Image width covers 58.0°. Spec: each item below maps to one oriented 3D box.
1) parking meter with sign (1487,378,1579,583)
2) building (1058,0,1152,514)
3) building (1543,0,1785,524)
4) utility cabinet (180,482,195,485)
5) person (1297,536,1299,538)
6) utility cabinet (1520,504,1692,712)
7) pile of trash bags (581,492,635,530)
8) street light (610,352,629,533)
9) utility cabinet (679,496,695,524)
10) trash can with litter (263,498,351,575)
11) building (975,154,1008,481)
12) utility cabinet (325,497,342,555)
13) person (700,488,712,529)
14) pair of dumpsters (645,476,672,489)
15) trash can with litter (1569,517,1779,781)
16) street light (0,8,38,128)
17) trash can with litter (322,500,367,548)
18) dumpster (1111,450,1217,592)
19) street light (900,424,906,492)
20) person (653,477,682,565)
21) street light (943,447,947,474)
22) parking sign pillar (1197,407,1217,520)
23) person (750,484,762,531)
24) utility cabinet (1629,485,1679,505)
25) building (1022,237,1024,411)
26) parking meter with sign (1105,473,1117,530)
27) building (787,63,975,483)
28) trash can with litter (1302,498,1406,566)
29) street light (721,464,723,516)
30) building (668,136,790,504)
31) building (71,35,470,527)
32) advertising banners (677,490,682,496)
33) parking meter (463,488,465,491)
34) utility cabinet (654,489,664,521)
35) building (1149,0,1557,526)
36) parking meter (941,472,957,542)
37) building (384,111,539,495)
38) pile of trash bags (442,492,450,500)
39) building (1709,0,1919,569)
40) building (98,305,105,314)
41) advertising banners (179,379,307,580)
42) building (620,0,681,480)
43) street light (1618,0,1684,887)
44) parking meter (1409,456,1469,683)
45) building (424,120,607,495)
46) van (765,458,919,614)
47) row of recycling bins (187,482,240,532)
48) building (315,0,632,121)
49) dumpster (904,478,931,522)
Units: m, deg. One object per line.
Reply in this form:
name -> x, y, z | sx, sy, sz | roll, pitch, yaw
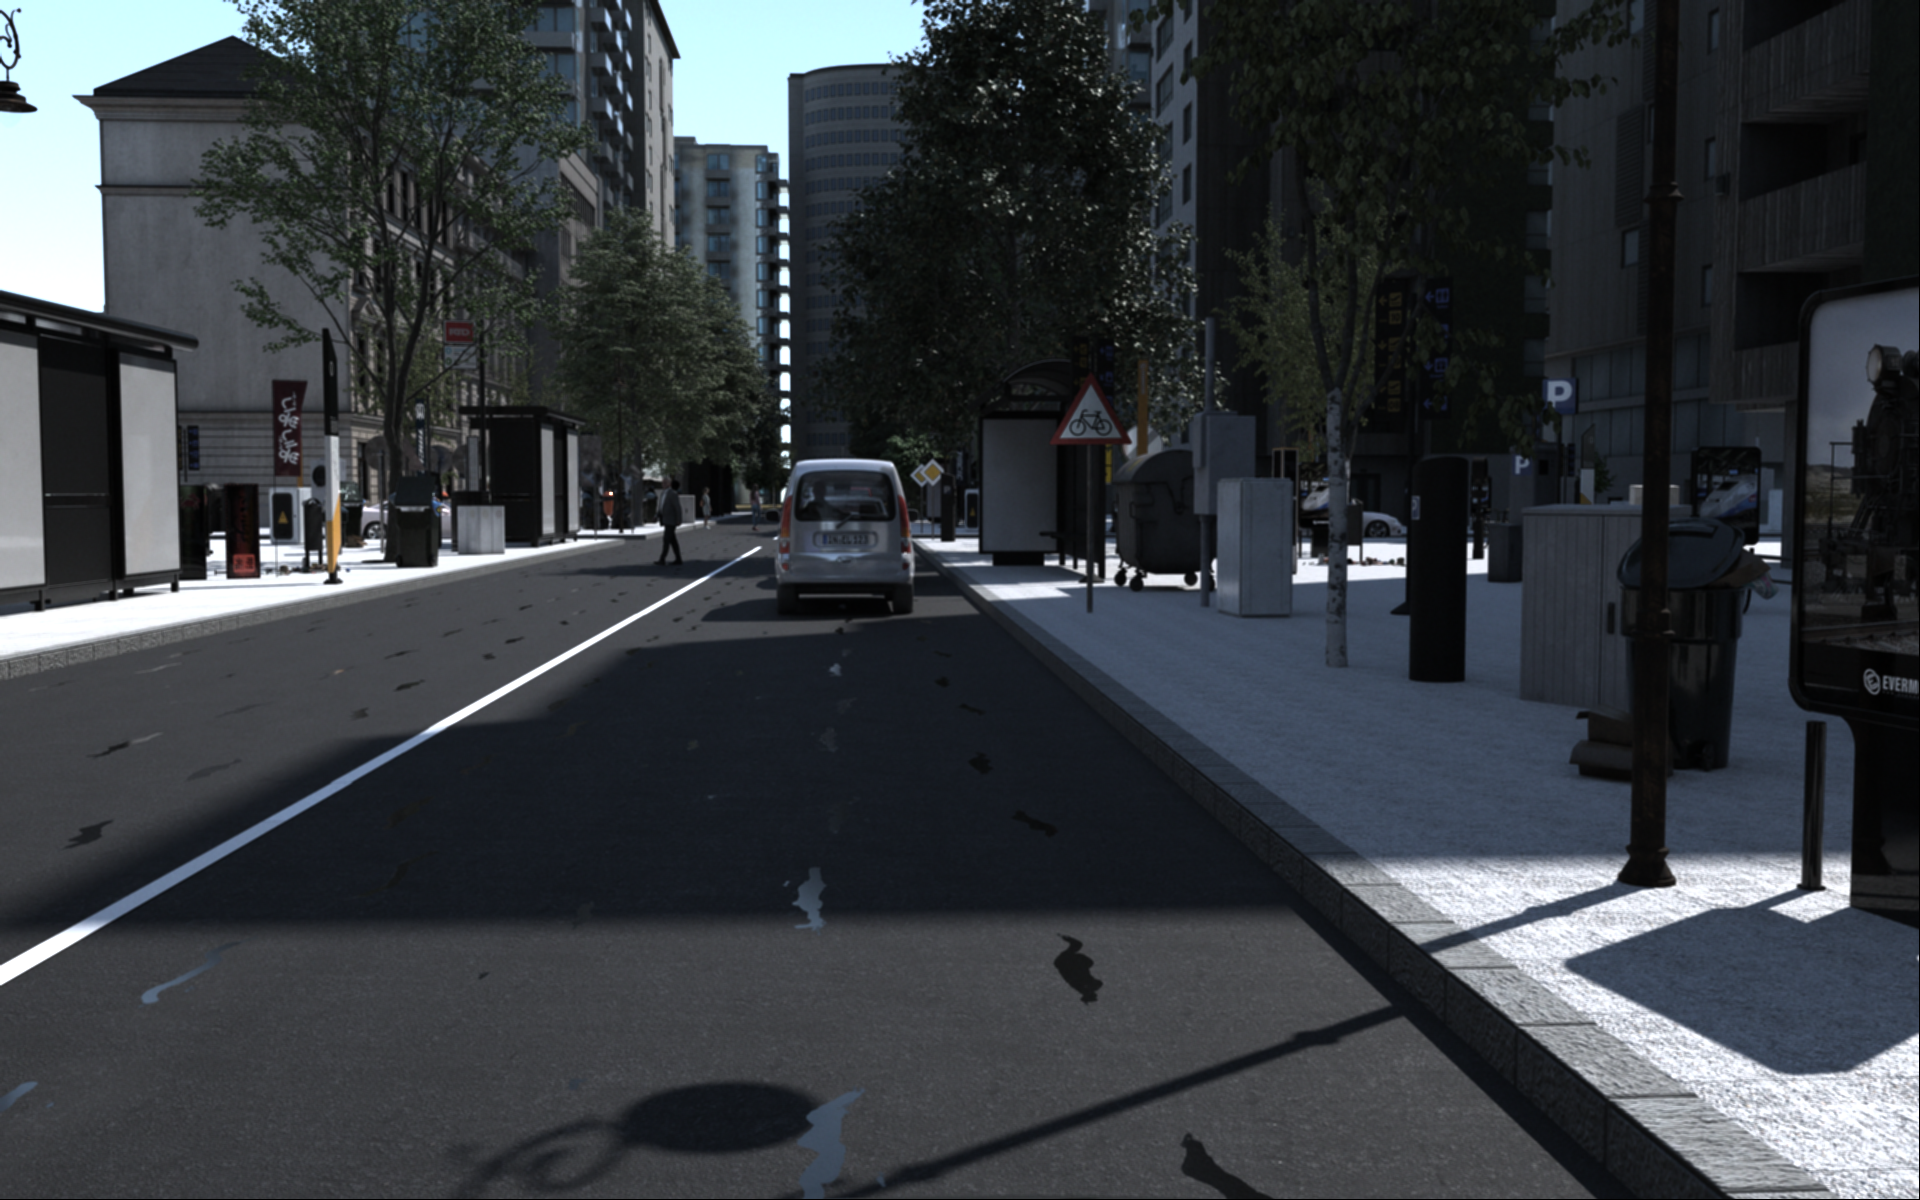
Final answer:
parking meter with sign -> 8.445, -1.795, 25.603 | 1.738, 3.016, 0.543 | -3, 5, -43
building -> 18.617, -30.422, 117.003 | 23.786, 49.044, 30.456 | 0, 4, -3
building -> 44.572, -30.213, 83.228 | 27.495, 52.752, 28.713 | 0, 4, -3
utility cabinet -> -13.931, -1.373, 31.126 | 0.318, 1.500, 1.173 | -2, 4, -29
person -> 10.594, -2.789, 54.771 | 0.731, 1.740, 0.598 | 0, 4, 8
utility cabinet -> 3.850, 0.046, 10.408 | 0.306, 1.237, 1.020 | -2, 4, -29
pile of trash bags -> -13.031, -3.323, 64.076 | 1.912, 1.369, 3.447 | -1, 4, -12
street light -> -11.098, -5.125, 56.575 | 0.468, 5.910, 1.993 | 0, 4, -3
utility cabinet -> -12.036, -3.915, 75.168 | 1.020, 1.237, 0.306 | 0, 4, -1
trash can with litter -> -10.872, -1.060, 28.394 | 1.678, 1.210, 2.233 | 0, 4, 4
building -> 8.537, -30.980, 190.113 | 14.154, 41.232, 14.086 | 0, 4, -3
utility cabinet -> -13.386, -1.582, 37.024 | 0.306, 1.237, 1.020 | -1, 4, -22
person -> -10.483, -3.793, 71.513 | 0.522, 1.701, 0.512 | -2, 4, -33
pair of dumpsters -> -16.255, -5.535, 92.995 | 1.574, 2.255, 4.437 | 0, 4, -3
trash can with litter -> 3.288, 0.207, 8.007 | 0.624, 1.170, 1.055 | 3, 5, 43
street light -> -8.639, -2.595, 15.215 | 0.468, 5.910, 1.993 | 0, 4, -3
trash can with litter -> -14.719, -1.839, 41.461 | 1.055, 1.170, 0.624 | 1, 4, 10
dumpster -> 2.788, -1.081, 23.430 | 1.264, 1.857, 1.865 | 0, 4, -3
street light -> -2.898, -7.113, 89.084 | 0.468, 5.910, 1.993 | 0, 4, -3
person -> -5.927, -1.590, 34.893 | 0.661, 1.777, 0.834 | 3, 5, 41
street light -> -0.403, -4.587, 47.791 | 0.468, 5.910, 1.993 | 0, 4, -3
parking sign pillar -> 7.124, -3.669, 48.460 | 1.447, 3.967, 1.447 | -3, 5, -43
person -> -7.929, -3.602, 67.397 | 0.555, 1.821, 0.388 | 2, 4, 27
utility cabinet -> 17.520, -2.143, 43.722 | 1.173, 1.500, 0.318 | 0, 4, -7
building -> 14.700, -52.226, 166.563 | 22.319, 86.520, 31.000 | 0, 4, -3
parking meter with sign -> 5.967, -4.016, 61.920 | 1.738, 3.016, 0.543 | -1, 4, -16
building -> -8.972, -42.395, 235.158 | 28.212, 58.520, 21.231 | 0, 4, -3
trash can with litter -> 7.346, -1.241, 31.349 | 2.233, 1.210, 1.678 | 3, 5, 40
street light -> -13.618, -7.718, 98.970 | 0.468, 5.910, 1.993 | 0, 4, -3
building -> -38.363, -37.599, 234.351 | 30.456, 49.044, 23.786 | 0, 4, -3
building -> -28.727, -12.895, 75.453 | 10.561, 19.102, 19.286 | 0, 4, -3
advertising banners -> -17.059, -6.656, 105.008 | 0.090, 3.025, 2.074 | -2, 4, -28
parking meter -> -13.332, -2.375, 47.250 | 0.372, 1.533, 0.369 | 0, 3, 0
utility cabinet -> -14.539, -4.575, 83.488 | 1.173, 1.500, 0.318 | -2, 4, -28
building -> 16.248, -18.563, 75.206 | 14.107, 30.474, 14.160 | 0, 4, -3
parking meter -> -0.304, -2.507, 46.705 | 0.399, 1.863, 0.255 | 1, 4, 14
building -> -32.617, -15.663, 97.887 | 13.314, 21.916, 24.055 | 0, 4, -3
pile of trash bags -> -19.221, -3.552, 67.830 | 3.447, 1.369, 1.912 | 2, 4, 24
building -> 19.674, -15.578, 26.404 | 14.160, 30.474, 14.107 | 0, 4, -3
building -> -72.815, -20.419, 178.894 | 28.899, 21.520, 27.650 | 0, 4, -3
advertising banners -> -10.905, -1.835, 26.196 | 2.074, 3.025, 0.090 | -2, 4, -35
building -> -43.919, -36.084, 179.218 | 27.495, 52.752, 28.713 | 0, 4, -3
street light -> 2.274, -2.004, 5.555 | 0.468, 5.910, 1.993 | 0, 4, -3
parking meter -> 3.293, -0.214, 11.915 | 0.372, 1.533, 0.369 | 0, 3, 0
building -> -32.070, -18.459, 119.825 | 12.078, 24.808, 19.932 | 0, 4, -3
van -> -1.496, -0.925, 22.132 | 2.013, 2.044, 4.112 | 0, 4, -5
row of recycling bins -> -26.059, -3.178, 59.068 | 3.534, 1.692, 1.069 | 0, 4, 4
building -> -39.433, -32.088, 144.247 | 23.786, 49.044, 30.456 | 0, 4, -3
dumpster -> -1.768, -4.668, 78.821 | 1.502, 2.255, 1.985 | 0, 4, -3
